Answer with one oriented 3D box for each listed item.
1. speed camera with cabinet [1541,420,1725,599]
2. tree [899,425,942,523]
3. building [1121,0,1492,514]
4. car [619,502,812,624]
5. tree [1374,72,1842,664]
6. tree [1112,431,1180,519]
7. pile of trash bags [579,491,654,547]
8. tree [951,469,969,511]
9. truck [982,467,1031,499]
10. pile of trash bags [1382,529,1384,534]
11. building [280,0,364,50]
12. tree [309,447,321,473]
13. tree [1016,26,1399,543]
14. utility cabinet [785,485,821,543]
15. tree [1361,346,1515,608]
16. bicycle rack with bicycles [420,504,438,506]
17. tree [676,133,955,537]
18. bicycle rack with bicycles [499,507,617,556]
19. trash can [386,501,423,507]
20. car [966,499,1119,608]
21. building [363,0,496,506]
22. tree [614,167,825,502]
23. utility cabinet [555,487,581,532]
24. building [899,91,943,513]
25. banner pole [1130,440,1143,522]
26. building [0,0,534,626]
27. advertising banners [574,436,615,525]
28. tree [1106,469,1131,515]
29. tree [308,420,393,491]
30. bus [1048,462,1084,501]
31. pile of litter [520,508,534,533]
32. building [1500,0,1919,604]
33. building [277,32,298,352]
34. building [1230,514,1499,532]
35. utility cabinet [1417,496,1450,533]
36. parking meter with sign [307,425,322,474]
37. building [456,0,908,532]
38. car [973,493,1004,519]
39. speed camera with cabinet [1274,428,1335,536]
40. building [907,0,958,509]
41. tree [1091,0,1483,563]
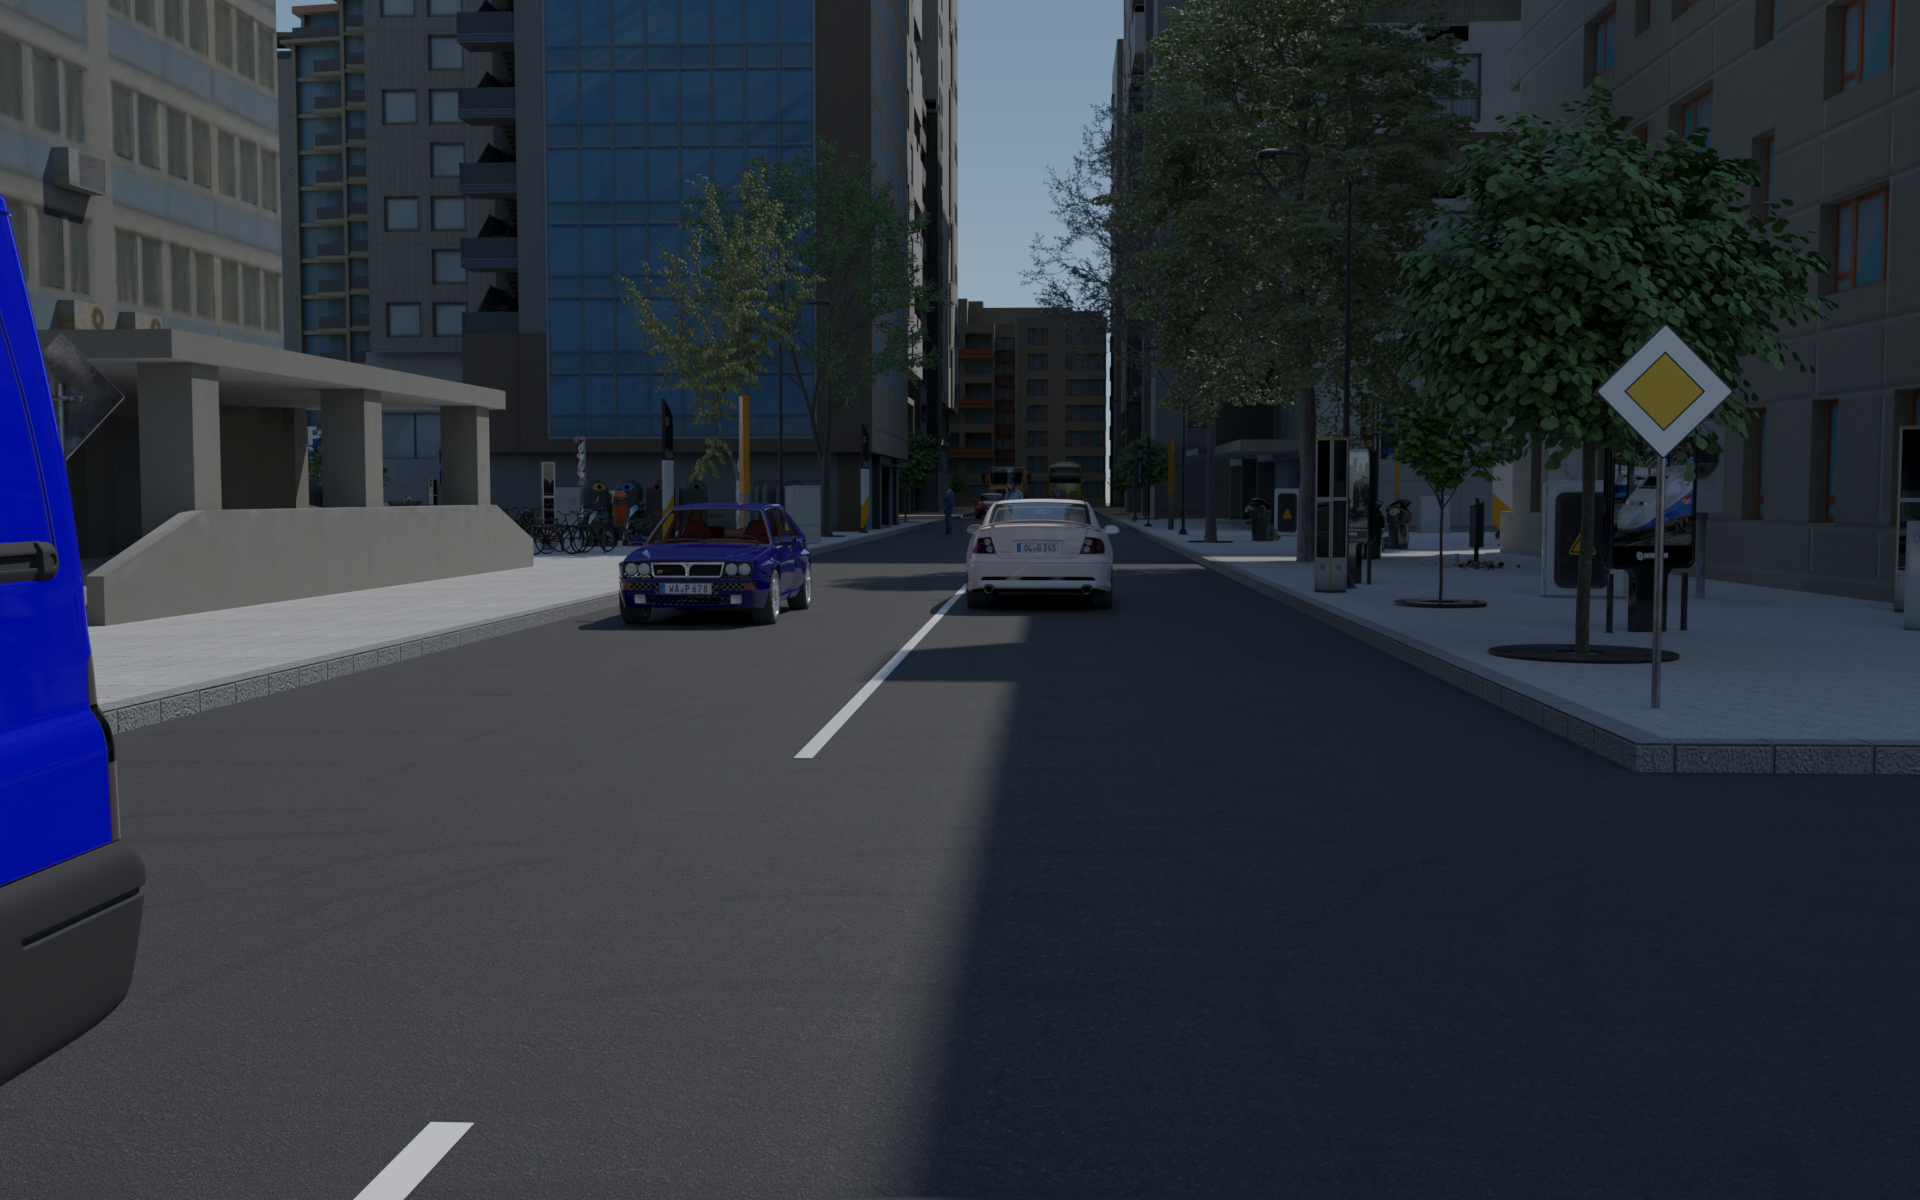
[{"bbox_3d":[8.248,-1.647,21.266,2.038,3.252,0.660,1,4,17],"label":"speed camera with cabinet"},{"bbox_3d":[-3.189,-6.180,84.761,4.285,4.588,4.351,0,3,0],"label":"tree"},{"bbox_3d":[27.538,-33.992,145.000,28.713,52.752,27.495,0,4,3],"label":"building"},{"bbox_3d":[-2.805,-0.474,20.333,1.945,1.354,3.894,0,4,3],"label":"car"},{"bbox_3d":[4.949,-1.825,13.555,4.285,4.588,4.351,0,3,0],"label":"tree"},{"bbox_3d":[9.391,-6.396,88.289,4.285,4.588,4.351,0,3,0],"label":"tree"},{"bbox_3d":[-8.643,-2.082,43.785,1.912,1.369,3.447,-1,4,-10],"label":"pile of trash bags"},{"bbox_3d":[-0.349,-8.324,130.706,1.663,3.219,1.824,0,3,0],"label":"tree"},{"bbox_3d":[3.522,-7.909,125.232,3.469,3.379,9.791,0,4,4],"label":"truck"},{"bbox_3d":[11.956,-2.839,56.176,3.447,1.369,1.912,0,4,5],"label":"pile of trash bags"},{"bbox_3d":[-41.818,-30.396,151.595,28.867,44.769,22.147,0,4,3],"label":"building"},{"bbox_3d":[-31.115,-6.253,85.952,4.285,4.588,4.351,0,3,0],"label":"tree"},{"bbox_3d":[6.583,-8.265,45.505,12.009,13.543,11.850,0,3,0],"label":"tree"},{"bbox_3d":[-4.033,-2.182,44.357,0.318,1.500,1.173,2,4,29],"label":"utility cabinet"},{"bbox_3d":[5.646,-1.539,19.764,1.663,3.219,1.824,0,3,0],"label":"tree"},{"bbox_3d":[-20.143,-3.053,63.295,2.852,0.926,2.925,1,4,10],"label":"bicycle rack with bicycles"},{"bbox_3d":[-4.148,-7.689,51.476,9.928,11.665,9.643,0,3,0],"label":"tree"},{"bbox_3d":[-8.750,-1.481,37.598,2.925,0.926,2.852,-3,5,-42],"label":"bicycle rack with bicycles"},{"bbox_3d":[-11.718,-1.523,36.554,0.748,1.137,0.748,0,3,0],"label":"trash can"},{"bbox_3d":[1.098,-0.661,23.170,2.083,1.381,4.827,0,4,4],"label":"car"},{"bbox_3d":[-16.385,-31.270,100.508,28.713,52.752,27.495,0,4,3],"label":"building"},{"bbox_3d":[-5.173,-5.393,38.535,4.737,8.622,4.395,0,3,0],"label":"tree"},{"bbox_3d":[-12.859,-2.983,57.452,1.173,1.500,0.318,0,4,8],"label":"utility cabinet"},{"bbox_3d":[-8.692,-21.398,121.562,14.160,30.474,14.107,0,4,3],"label":"building"},{"bbox_3d":[8.271,-5.542,80.627,0.401,3.779,0.863,3,5,42],"label":"banner pole"},{"bbox_3d":[-24.007,-20.275,23.381,32.217,40.220,23.993,0,4,3],"label":"building"},{"bbox_3d":[-10.898,-3.419,52.082,2.074,3.025,0.090,3,4,37],"label":"advertising banners"},{"bbox_3d":[9.824,-6.869,106.907,1.663,3.219,1.824,0,3,0],"label":"tree"},{"bbox_3d":[-14.025,-2.733,39.293,1.663,3.219,1.824,0,3,0],"label":"tree"},{"bbox_3d":[8.028,-8.574,131.732,2.896,3.916,12.252,0,4,4],"label":"bus"},{"bbox_3d":[-13.834,-2.473,54.407,1.176,0.858,1.719,-1,4,-19],"label":"pile of litter"},{"bbox_3d":[25.595,-10.886,23.028,28.899,21.520,27.650,0,4,3],"label":"building"},{"bbox_3d":[-63.186,-28.939,156.748,14.086,41.232,14.154,0,4,3],"label":"building"},{"bbox_3d":[23.520,-29.401,69.948,28.713,52.752,27.495,0,4,3],"label":"building"},{"bbox_3d":[15.459,-2.773,56.507,1.020,1.237,0.306,0,4,-8],"label":"utility cabinet"},{"bbox_3d":[-16.259,-2.959,44.647,0.543,3.016,1.738,0,4,1],"label":"parking meter with sign"},{"bbox_3d":[-9.454,-25.343,64.467,14.600,45.320,14.200,0,4,3],"label":"building"},{"bbox_3d":[1.860,-5.686,102.009,2.155,1.783,4.494,0,4,4],"label":"car"},{"bbox_3d":[10.531,-3.544,52.284,2.038,3.252,0.660,3,4,37],"label":"speed camera with cabinet"},{"bbox_3d":[-13.851,-34.093,146.666,27.495,52.752,28.713,0,4,3],"label":"building"},{"bbox_3d":[6.162,-6.977,32.207,7.486,12.596,7.792,0,3,0],"label":"tree"}]
